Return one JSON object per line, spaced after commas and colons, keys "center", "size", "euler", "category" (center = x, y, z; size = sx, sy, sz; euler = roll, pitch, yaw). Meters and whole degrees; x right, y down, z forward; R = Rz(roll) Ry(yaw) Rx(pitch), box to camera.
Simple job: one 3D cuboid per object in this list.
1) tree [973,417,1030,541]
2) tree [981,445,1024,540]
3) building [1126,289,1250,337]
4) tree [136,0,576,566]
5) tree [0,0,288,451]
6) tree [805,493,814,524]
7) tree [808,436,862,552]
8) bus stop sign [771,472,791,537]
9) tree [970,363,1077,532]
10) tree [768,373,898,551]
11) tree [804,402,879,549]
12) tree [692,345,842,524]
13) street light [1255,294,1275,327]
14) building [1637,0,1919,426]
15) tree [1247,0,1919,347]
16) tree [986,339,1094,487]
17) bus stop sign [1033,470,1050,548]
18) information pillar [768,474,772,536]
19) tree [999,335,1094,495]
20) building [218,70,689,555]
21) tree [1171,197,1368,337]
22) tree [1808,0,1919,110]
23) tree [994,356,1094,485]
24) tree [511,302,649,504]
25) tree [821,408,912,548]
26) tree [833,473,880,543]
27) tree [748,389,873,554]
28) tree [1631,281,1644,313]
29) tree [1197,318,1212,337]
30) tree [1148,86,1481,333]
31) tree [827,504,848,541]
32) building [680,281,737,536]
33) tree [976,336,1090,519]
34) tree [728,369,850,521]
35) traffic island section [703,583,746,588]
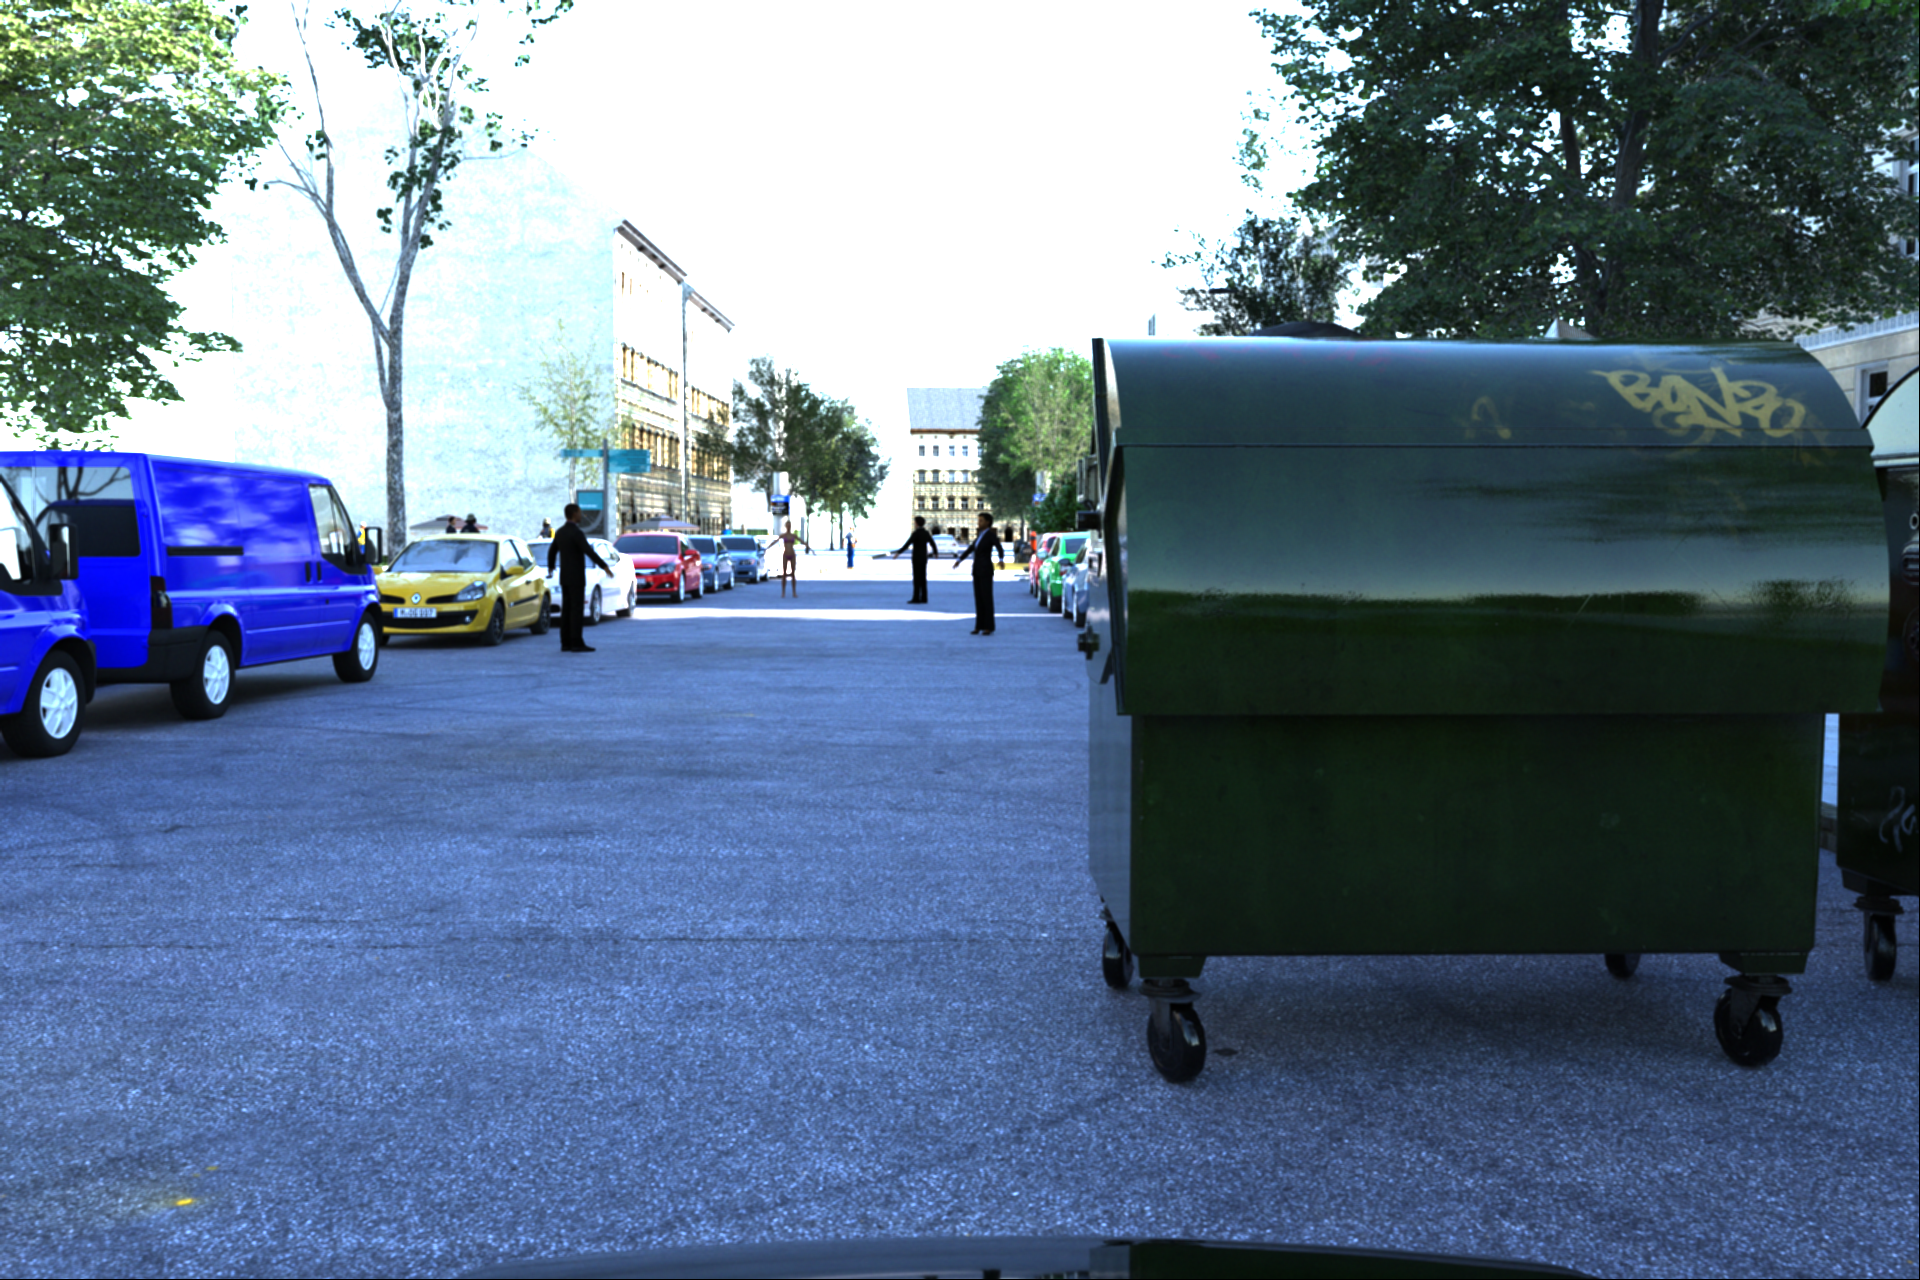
{"center": [5.869, -15.529, 160.553], "size": [9.857, 13.997, 8.962], "euler": [0, 3, 0], "category": "tree"}
{"center": [5.273, -13.703, 149.800], "size": [9.928, 11.665, 9.643], "euler": [0, 3, 0], "category": "tree"}
{"center": [22.633, -16.330, 133.454], "size": [16.747, 18.905, 31.486], "euler": [0, 3, 0], "category": "building"}
{"center": [-13.688, -11.153, 38.246], "size": [12.611, 20.169, 13.585], "euler": [0, 3, 0], "category": "tree"}
{"center": [-12.795, -6.373, 22.320], "size": [7.486, 12.596, 7.792], "euler": [0, 3, 0], "category": "tree"}
{"center": [-24.204, -20.413, 251.875], "size": [7.486, 12.596, 7.792], "euler": [0, 3, 0], "category": "tree"}
{"center": [-9.337, -10.613, 123.878], "size": [4.737, 8.622, 4.395], "euler": [0, 3, 0], "category": "tree"}
{"center": [-7.674, -5.201, 74.054], "size": [0.837, 3.901, 0.837], "euler": [0, 4, -1], "category": "bus stop sign"}
{"center": [5.257, -13.299, 124.090], "size": [9.857, 13.997, 8.962], "euler": [0, 3, 0], "category": "tree"}
{"center": [-9.764, -13.565, 132.159], "size": [12.009, 13.543, 11.850], "euler": [0, 3, 0], "category": "tree"}
{"center": [-10.382, -13.928, 145.857], "size": [7.486, 12.596, 7.792], "euler": [0, 3, 0], "category": "tree"}
{"center": [-9.650, -9.284, 86.201], "size": [8.767, 10.594, 7.601], "euler": [1, 4, 15], "category": "tree"}
{"center": [6.452, -3.685, 32.784], "size": [1.470, 5.913, 1.316], "euler": [0, 3, 0], "category": "street light"}
{"center": [25.389, -15.455, 38.594], "size": [13.634, 28.700, 20.117], "euler": [0, 4, 0], "category": "building"}
{"center": [8.766, -7.141, 23.410], "size": [9.857, 13.997, 8.962], "euler": [0, 3, 0], "category": "tree"}
{"center": [5.415, -10.094, 90.800], "size": [9.928, 11.665, 9.643], "euler": [0, 3, 0], "category": "tree"}
{"center": [3.461, -5.067, 71.864], "size": [0.837, 3.901, 0.837], "euler": [0, 4, 0], "category": "bus stop sign"}
{"center": [-7.457, -4.682, 67.907], "size": [0.183, 3.616, 0.504], "euler": [0, 3, 0], "category": "information pillar"}
{"center": [3.403, -6.944, 63.890], "size": [4.360, 8.622, 3.978], "euler": [0, 3, 0], "category": "tree"}
{"center": [-25.538, -15.952, 91.747], "size": [19.493, 23.208, 18.063], "euler": [0, 4, 1], "category": "building"}
{"center": [8.670, -7.001, 48.879], "size": [7.601, 10.594, 8.767], "euler": [-1, 4, -20], "category": "tree"}
{"center": [9.222, -5.198, 10.739], "size": [9.928, 11.665, 9.643], "euler": [0, 3, 0], "category": "tree"}
{"center": [6.009, -10.682, 100.410], "size": [9.928, 11.665, 9.643], "euler": [0, 3, 0], "category": "tree"}
{"center": [-12.689, -6.459, 55.962], "size": [4.360, 8.622, 3.978], "euler": [0, 3, 0], "category": "tree"}
{"center": [-9.972, -15.374, 161.733], "size": [12.009, 13.543, 11.850], "euler": [0, 3, 0], "category": "tree"}
{"center": [-15.111, -19.908, 251.253], "size": [9.928, 11.665, 9.643], "euler": [0, 3, 0], "category": "tree"}
{"center": [-9.857, -10.802, 111.028], "size": [8.767, 10.594, 7.601], "euler": [0, 4, -5], "category": "tree"}
{"center": [27.250, -9.021, 65.621], "size": [7.486, 12.596, 7.792], "euler": [0, 3, 0], "category": "tree"}
{"center": [9.058, -6.698, 59.869], "size": [4.737, 8.622, 4.395], "euler": [0, 3, 0], "category": "tree"}
{"center": [14.924, -13.375, 74.566], "size": [12.611, 20.169, 13.585], "euler": [0, 3, 0], "category": "tree"}
{"center": [-17.796, -18.829, 258.210], "size": [4.360, 8.622, 3.978], "euler": [0, 3, 0], "category": "tree"}
{"center": [-25.889, -17.429, 115.901], "size": [19.493, 23.208, 18.063], "euler": [0, 4, 1], "category": "building"}
{"center": [5.626, -12.462, 110.411], "size": [9.857, 13.997, 8.962], "euler": [0, 3, 0], "category": "tree"}
{"center": [-9.970, -9.991, 97.759], "size": [8.767, 10.594, 7.601], "euler": [3, 4, 37], "category": "tree"}
{"center": [-6.872, -1.485, 47.149], "size": [1.991, 0.108, 1.994], "euler": [0, 3, 0], "category": "traffic island section"}
